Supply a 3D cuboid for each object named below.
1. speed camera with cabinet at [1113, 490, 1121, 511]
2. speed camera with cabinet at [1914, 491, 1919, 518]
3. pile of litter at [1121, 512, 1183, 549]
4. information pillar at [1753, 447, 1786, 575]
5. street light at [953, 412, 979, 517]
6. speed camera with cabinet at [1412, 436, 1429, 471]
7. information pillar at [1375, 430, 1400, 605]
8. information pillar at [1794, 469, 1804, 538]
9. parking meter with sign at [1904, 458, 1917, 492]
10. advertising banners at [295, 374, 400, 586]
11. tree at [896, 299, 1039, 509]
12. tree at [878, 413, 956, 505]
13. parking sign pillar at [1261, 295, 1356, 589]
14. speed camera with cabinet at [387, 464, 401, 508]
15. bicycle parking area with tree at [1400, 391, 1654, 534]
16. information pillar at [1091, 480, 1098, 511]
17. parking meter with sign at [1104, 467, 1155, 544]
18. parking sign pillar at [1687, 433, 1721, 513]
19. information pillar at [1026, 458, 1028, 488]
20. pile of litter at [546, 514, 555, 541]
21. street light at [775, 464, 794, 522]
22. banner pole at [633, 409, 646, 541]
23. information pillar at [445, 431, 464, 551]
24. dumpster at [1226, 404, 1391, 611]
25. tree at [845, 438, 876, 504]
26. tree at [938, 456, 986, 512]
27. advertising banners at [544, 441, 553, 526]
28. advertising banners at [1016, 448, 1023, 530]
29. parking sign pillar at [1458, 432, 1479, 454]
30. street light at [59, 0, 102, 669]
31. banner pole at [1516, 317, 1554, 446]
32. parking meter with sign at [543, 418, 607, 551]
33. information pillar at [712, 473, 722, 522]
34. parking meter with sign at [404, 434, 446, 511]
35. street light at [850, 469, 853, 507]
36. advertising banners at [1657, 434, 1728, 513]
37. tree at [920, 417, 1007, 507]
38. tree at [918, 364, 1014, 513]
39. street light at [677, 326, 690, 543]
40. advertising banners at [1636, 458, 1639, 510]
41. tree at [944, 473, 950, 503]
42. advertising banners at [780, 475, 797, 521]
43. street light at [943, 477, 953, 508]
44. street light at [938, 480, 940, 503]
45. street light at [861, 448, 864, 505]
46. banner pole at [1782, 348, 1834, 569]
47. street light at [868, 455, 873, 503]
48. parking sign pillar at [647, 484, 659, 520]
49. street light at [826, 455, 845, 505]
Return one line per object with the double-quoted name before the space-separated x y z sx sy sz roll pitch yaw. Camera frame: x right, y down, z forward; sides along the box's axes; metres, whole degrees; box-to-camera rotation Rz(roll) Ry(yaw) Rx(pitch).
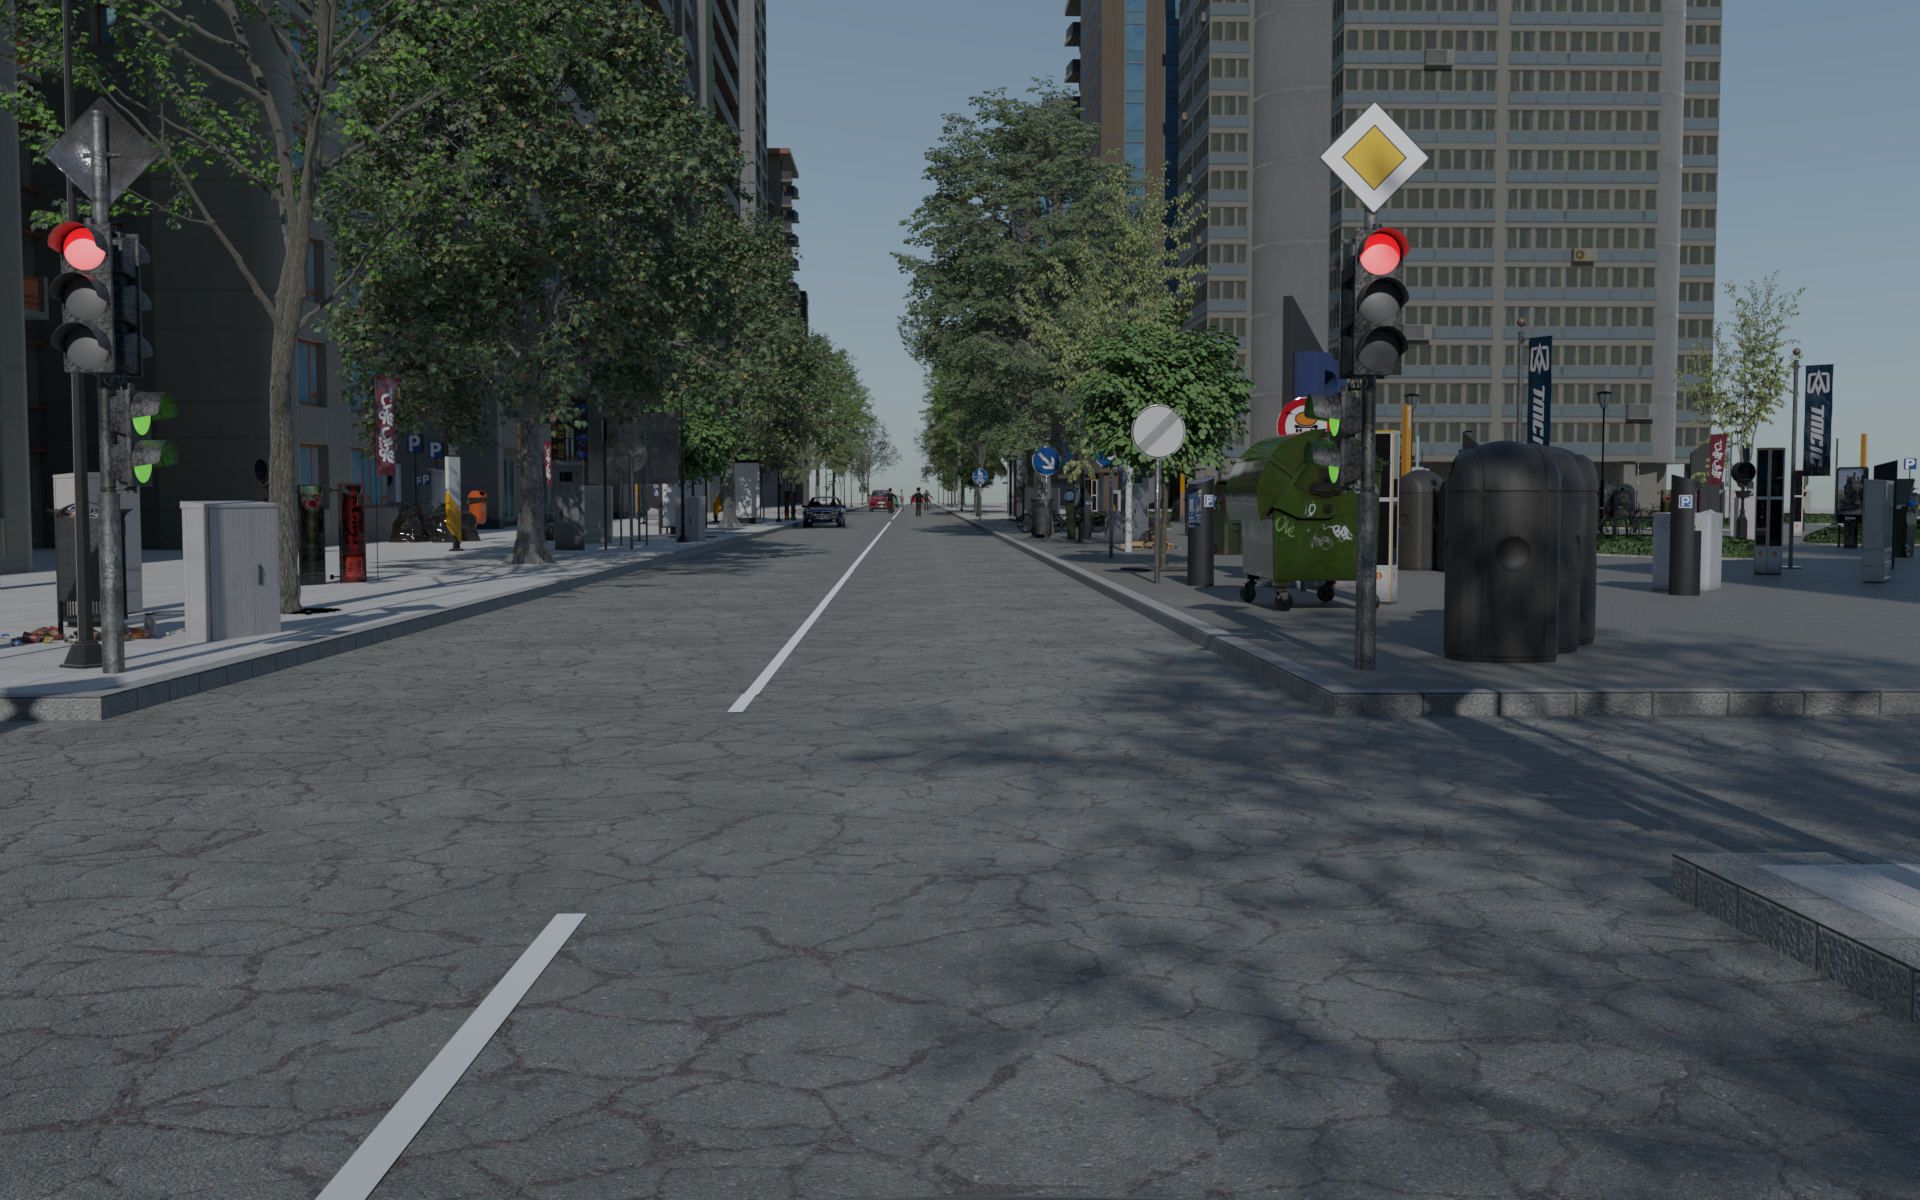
"speed camera with cabinet" 7.270 -4.980 75.756 0.660 3.252 2.038 -2 4 -24
"speed camera with cabinet" 49.347 -5.712 87.733 2.038 3.252 0.660 1 4 21
"pile of litter" 4.494 -1.637 40.726 1.176 0.858 1.719 -2 4 -24
"information pillar" 12.817 -1.403 27.426 0.304 2.012 0.304 -1 4 -16
"street light" 0.488 -7.650 97.612 1.470 5.913 1.316 0 4 -2
"speed camera with cabinet" 16.349 -3.967 59.192 2.038 3.252 0.660 2 4 24
"information pillar" 4.917 -0.958 20.149 0.304 2.012 0.304 2 4 28
"information pillar" 24.776 -2.860 51.261 0.304 2.012 0.304 1 4 21
"parking meter with sign" 45.829 -5.349 83.710 0.543 3.016 1.738 2 4 32
"advertising banners" -8.790 -1.758 24.935 0.090 3.025 2.074 2 4 26
"tree" 1.173 -17.984 149.924 12.611 20.169 13.585 0 3 0
"tree" -0.665 -17.590 197.969 12.009 13.543 11.850 0 3 0
"parking sign pillar" 4.942 -2.178 24.075 1.447 3.967 1.447 3 4 36
"speed camera with cabinet" -17.347 -3.423 50.296 2.038 3.252 0.660 0 4 -2
"bicycle parking area with tree" 15.358 -3.781 48.823 8.231 4.147 9.016 2 4 26
"information pillar" 6.859 -5.115 88.121 0.304 2.012 0.304 1 4 16
"parking meter with sign" 4.523 -2.988 45.107 1.738 3.016 0.543 -3 5 -40
"parking sign pillar" 33.057 -5.415 77.010 1.447 3.967 1.447 0 4 0
"information pillar" 2.937 -5.096 74.680 0.183 3.616 0.504 -1 4 -9
"pile of litter" -11.603 -2.087 48.082 1.719 0.858 1.176 1 4 23
"street light" -7.726 -6.503 78.871 1.470 5.913 1.316 0 4 -2
"banner pole" -8.764 -3.505 47.331 0.401 3.779 0.863 0 4 -6
"information pillar" -11.325 -2.895 38.695 0.183 3.616 0.504 1 4 16
"dumpster" 3.930 -1.050 19.656 1.502 2.255 1.985 0 4 -2
"tree" -13.045 -17.047 229.084 4.360 8.622 3.978 0 3 0
"tree" 1.203 -8.766 127.044 4.285 4.588 4.351 0 3 0
"advertising banners" -13.073 -3.685 56.435 0.090 3.025 2.074 -3 4 -38
"advertising banners" 2.520 -4.043 62.286 0.090 3.025 2.074 2 4 35
"parking sign pillar" 22.034 -5.262 74.506 1.447 3.967 1.447 -2 4 -31
"street light" -5.947 -2.456 12.696 1.470 5.913 1.316 0 4 -2
"banner pole" 8.040 -2.104 24.424 0.401 3.779 0.863 -1 4 -23
"parking meter with sign" -8.946 -2.648 39.554 1.738 3.016 0.543 -1 4 -15
"information pillar" -11.098 -5.364 79.053 0.504 3.616 0.183 3 4 39
"parking meter with sign" -15.515 -3.354 51.102 0.543 3.016 1.738 1 4 21
"street light" -9.816 -11.163 155.061 1.470 5.913 1.316 0 4 -2
"advertising banners" 21.520 -3.348 50.920 0.090 3.025 2.074 -3 5 -40
"tree" 0.375 -15.638 172.692 9.611 12.733 9.660 0 3 0
"tree" 0.774 -12.101 115.980 7.486 12.596 7.792 0 3 0
"street light" -6.809 -4.480 45.784 1.470 5.913 1.316 0 4 -2
"advertising banners" 32.289 -5.283 82.557 0.090 3.025 2.074 1 4 23
"tree" -1.771 -17.534 237.048 4.360 8.622 3.978 0 3 0
"advertising banners" -8.453 -5.403 84.533 0.090 3.025 2.074 -2 4 -30
"street light" -0.409 -9.697 131.080 1.470 5.913 1.316 0 4 -2
"street light" -1.302 -11.724 164.220 1.470 5.913 1.316 0 4 -2
"street light" -10.302 -12.237 172.609 1.470 5.913 1.316 0 4 -2
"banner pole" 14.494 -2.423 29.631 0.401 3.779 0.863 -3 5 -39
"street light" -11.081 -14.263 205.735 1.470 5.913 1.316 0 4 -2
"parking sign pillar" -14.983 -5.975 86.166 1.447 3.967 1.447 1 4 20
"street light" -8.876 -9.131 121.828 1.470 5.913 1.316 0 4 -2
